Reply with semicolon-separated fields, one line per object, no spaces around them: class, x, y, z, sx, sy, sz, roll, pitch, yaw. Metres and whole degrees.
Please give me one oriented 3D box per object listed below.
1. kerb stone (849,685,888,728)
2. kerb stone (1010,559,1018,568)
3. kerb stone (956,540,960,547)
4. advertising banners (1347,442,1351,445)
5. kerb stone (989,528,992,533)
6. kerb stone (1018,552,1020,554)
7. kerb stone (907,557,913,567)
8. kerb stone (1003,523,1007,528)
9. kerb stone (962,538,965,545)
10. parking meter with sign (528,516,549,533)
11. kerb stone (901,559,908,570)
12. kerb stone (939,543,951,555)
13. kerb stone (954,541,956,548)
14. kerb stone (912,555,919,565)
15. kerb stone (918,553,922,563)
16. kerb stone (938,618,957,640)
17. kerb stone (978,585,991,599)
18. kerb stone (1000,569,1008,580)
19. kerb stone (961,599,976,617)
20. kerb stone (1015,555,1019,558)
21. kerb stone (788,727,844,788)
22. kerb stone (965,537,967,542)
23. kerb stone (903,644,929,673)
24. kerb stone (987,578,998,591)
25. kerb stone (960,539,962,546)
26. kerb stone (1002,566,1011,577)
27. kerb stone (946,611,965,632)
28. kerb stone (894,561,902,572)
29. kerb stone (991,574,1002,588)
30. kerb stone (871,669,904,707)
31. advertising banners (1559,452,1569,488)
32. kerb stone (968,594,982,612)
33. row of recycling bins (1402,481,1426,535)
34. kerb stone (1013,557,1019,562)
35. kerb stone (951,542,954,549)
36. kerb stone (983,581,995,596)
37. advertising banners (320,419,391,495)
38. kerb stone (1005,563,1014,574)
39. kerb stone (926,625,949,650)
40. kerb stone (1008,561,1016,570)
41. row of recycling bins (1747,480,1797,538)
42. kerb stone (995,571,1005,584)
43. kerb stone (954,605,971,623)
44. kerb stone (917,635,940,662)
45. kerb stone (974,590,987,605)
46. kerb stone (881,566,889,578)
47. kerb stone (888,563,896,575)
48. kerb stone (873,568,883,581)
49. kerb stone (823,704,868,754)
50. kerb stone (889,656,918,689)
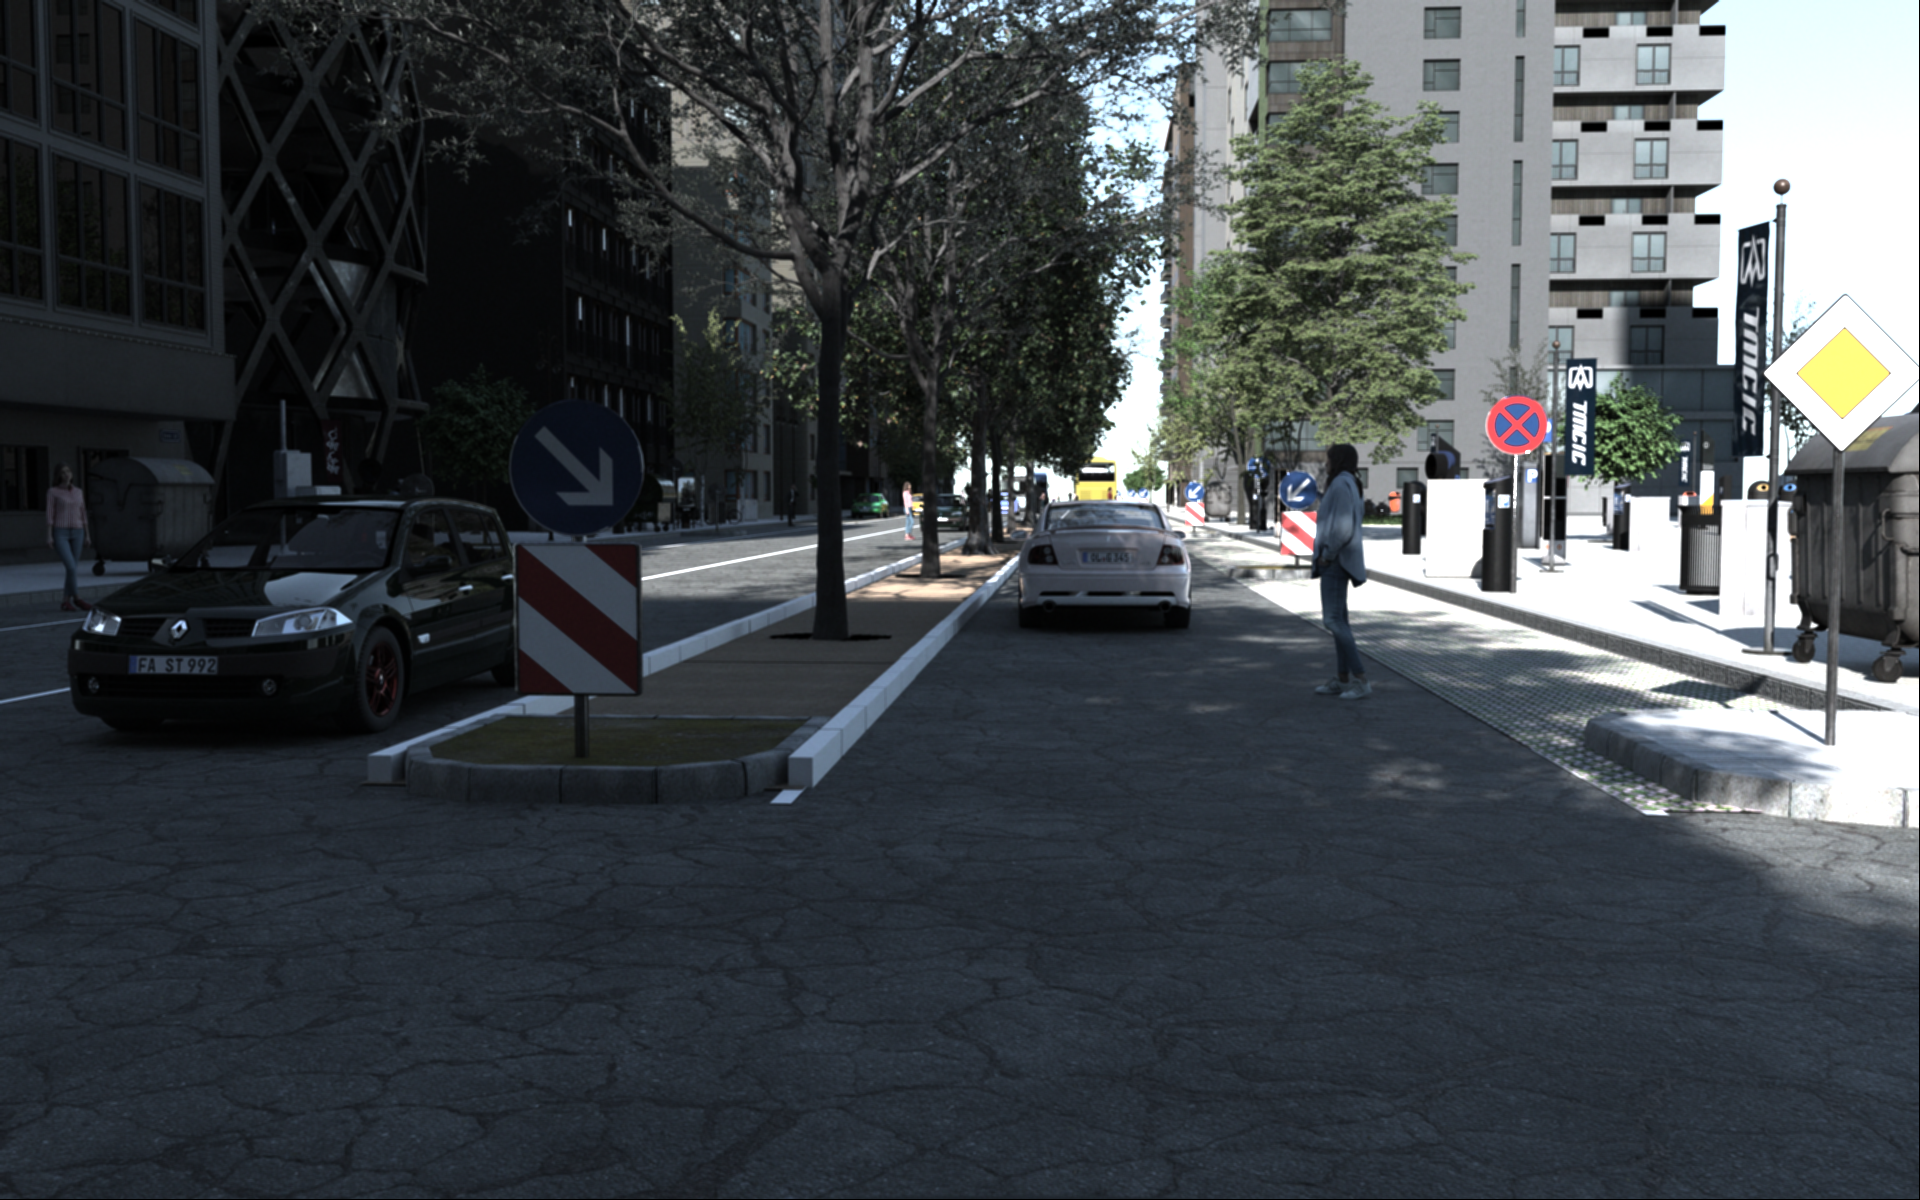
kerb stone;-0.591;0.686;10.986;0.120;0.150;1.000;0;4;4
kerb stone;0.954;-0.626;32.430;0.120;0.150;1.000;0;4;4
kerb stone;-0.174;-1.447;45.869;0.120;0.150;1.000;0;4;4
advertising banners;13.402;-3.845;59.058;0.090;3.025;2.074;2;4;25
kerb stone;1.309;-2.698;66.328;0.120;0.150;1.000;0;4;4
kerb stone;1.257;-0.875;36.520;0.120;0.150;1.000;0;4;4
kerb stone;-1.065;-0.695;33.577;0.120;0.150;1.000;0;4;4
kerb stone;2.120;-3.386;77.587;0.120;0.150;1.000;0;4;4
kerb stone;-0.031;-1.573;47.917;0.120;0.150;1.000;0;4;4
parking meter with sign;-14.222;-3.792;58.268;0.543;3.016;1.738;-2;4;-34
kerb stone;-1.128;-0.627;32.555;0.120;0.150;1.000;0;4;4
kerb stone;-0.393;-1.259;42.801;0.120;0.150;1.000;0;4;4
kerb stone;-0.253;-1.384;44.840;0.120;0.150;1.000;0;4;4
kerb stone;-0.985;-0.756;34.602;0.120;0.150;1.000;0;4;4
kerb stone;-0.918;-0.822;35.631;0.120;0.150;1.000;0;4;4
kerb stone;-0.154;0.311;17.116;0.120;0.150;1.000;0;4;4
kerb stone;0.291;-0.061;23.235;0.120;0.150;1.000;0;4;4
kerb stone;0.659;-0.375;28.331;0.120;0.150;1.000;0;4;4
kerb stone;0.069;0.125;20.176;0.120;0.150;1.000;0;4;4
kerb stone;1.109;-0.751;34.476;0.120;0.150;1.000;0;4;4
kerb stone;-0.741;0.811;8.937;0.120;0.150;1.000;0;4;4
kerb stone;0.046;-1.630;48.940;0.120;0.150;1.000;0;4;4
kerb stone;-0.376;0.498;14.050;0.120;0.150;1.000;0;4;4
kerb stone;0.435;-0.186;25.274;0.120;0.150;1.000;0;4;4
kerb stone;-0.100;-1.510;46.897;0.120;0.150;1.000;0;4;4
kerb stone;0.745;-0.438;29.356;0.120;0.150;1.000;0;4;4
kerb stone;-0.073;0.248;18.136;0.120;0.150;1.000;0;4;4
kerb stone;-1.207;-0.571;31.536;0.120;0.150;1.000;0;4;4
kerb stone;0.515;-0.251;26.292;0.120;0.150;1.000;0;4;4
kerb stone;-0.517;0.624;12.005;0.120;0.150;1.000;0;4;4
advertising banners;24.180;-4.609;71.552;2.074;3.025;0.090;2;4;31
kerb stone;0.150;0.061;21.195;0.120;0.150;1.000;0;4;4
row of recycling bins;15.232;-2.836;53.481;1.069;1.692;3.534;-3;5;-43
kerb stone;1.026;-0.689;33.454;0.120;0.150;1.000;0;4;4
kerb stone;-0.318;-1.318;43.821;0.120;0.150;1.000;0;4;4
kerb stone;0.370;-0.126;24.254;0.120;0.150;1.000;0;4;4
advertising banners;-13.905;-2.706;40.437;2.074;3.025;0.090;0;4;6
kerb stone;0.815;-0.501;30.385;0.120;0.150;1.000;0;4;4
kerb stone;-0.229;0.373;16.089;0.120;0.150;1.000;0;4;4
kerb stone;0.887;-0.564;31.410;0.120;0.150;1.000;0;4;4
row of recycling bins;24.976;-2.686;51.021;1.069;1.692;3.534;-3;5;-42
kerb stone;0.594;-0.313;27.311;0.120;0.150;1.000;0;4;4
kerb stone;-0.002;0.186;19.157;0.120;0.150;1.000;0;4;4
kerb stone;-0.302;0.440;15.070;0.120;0.150;1.000;0;4;4
kerb stone;0.219;0.005;22.216;0.120;0.150;1.000;0;4;4
kerb stone;-1.361;-0.447;29.497;0.120;0.150;1.000;0;4;4
kerb stone;-1.292;-0.505;30.518;0.120;0.150;1.000;0;4;4
kerb stone;-1.427;-0.384;28.477;0.120;0.150;1.000;0;4;4
kerb stone;-0.667;0.748;9.965;0.120;0.150;1.000;0;4;4
kerb stone;-0.443;0.562;13.027;0.120;0.150;1.000;0;4;4
